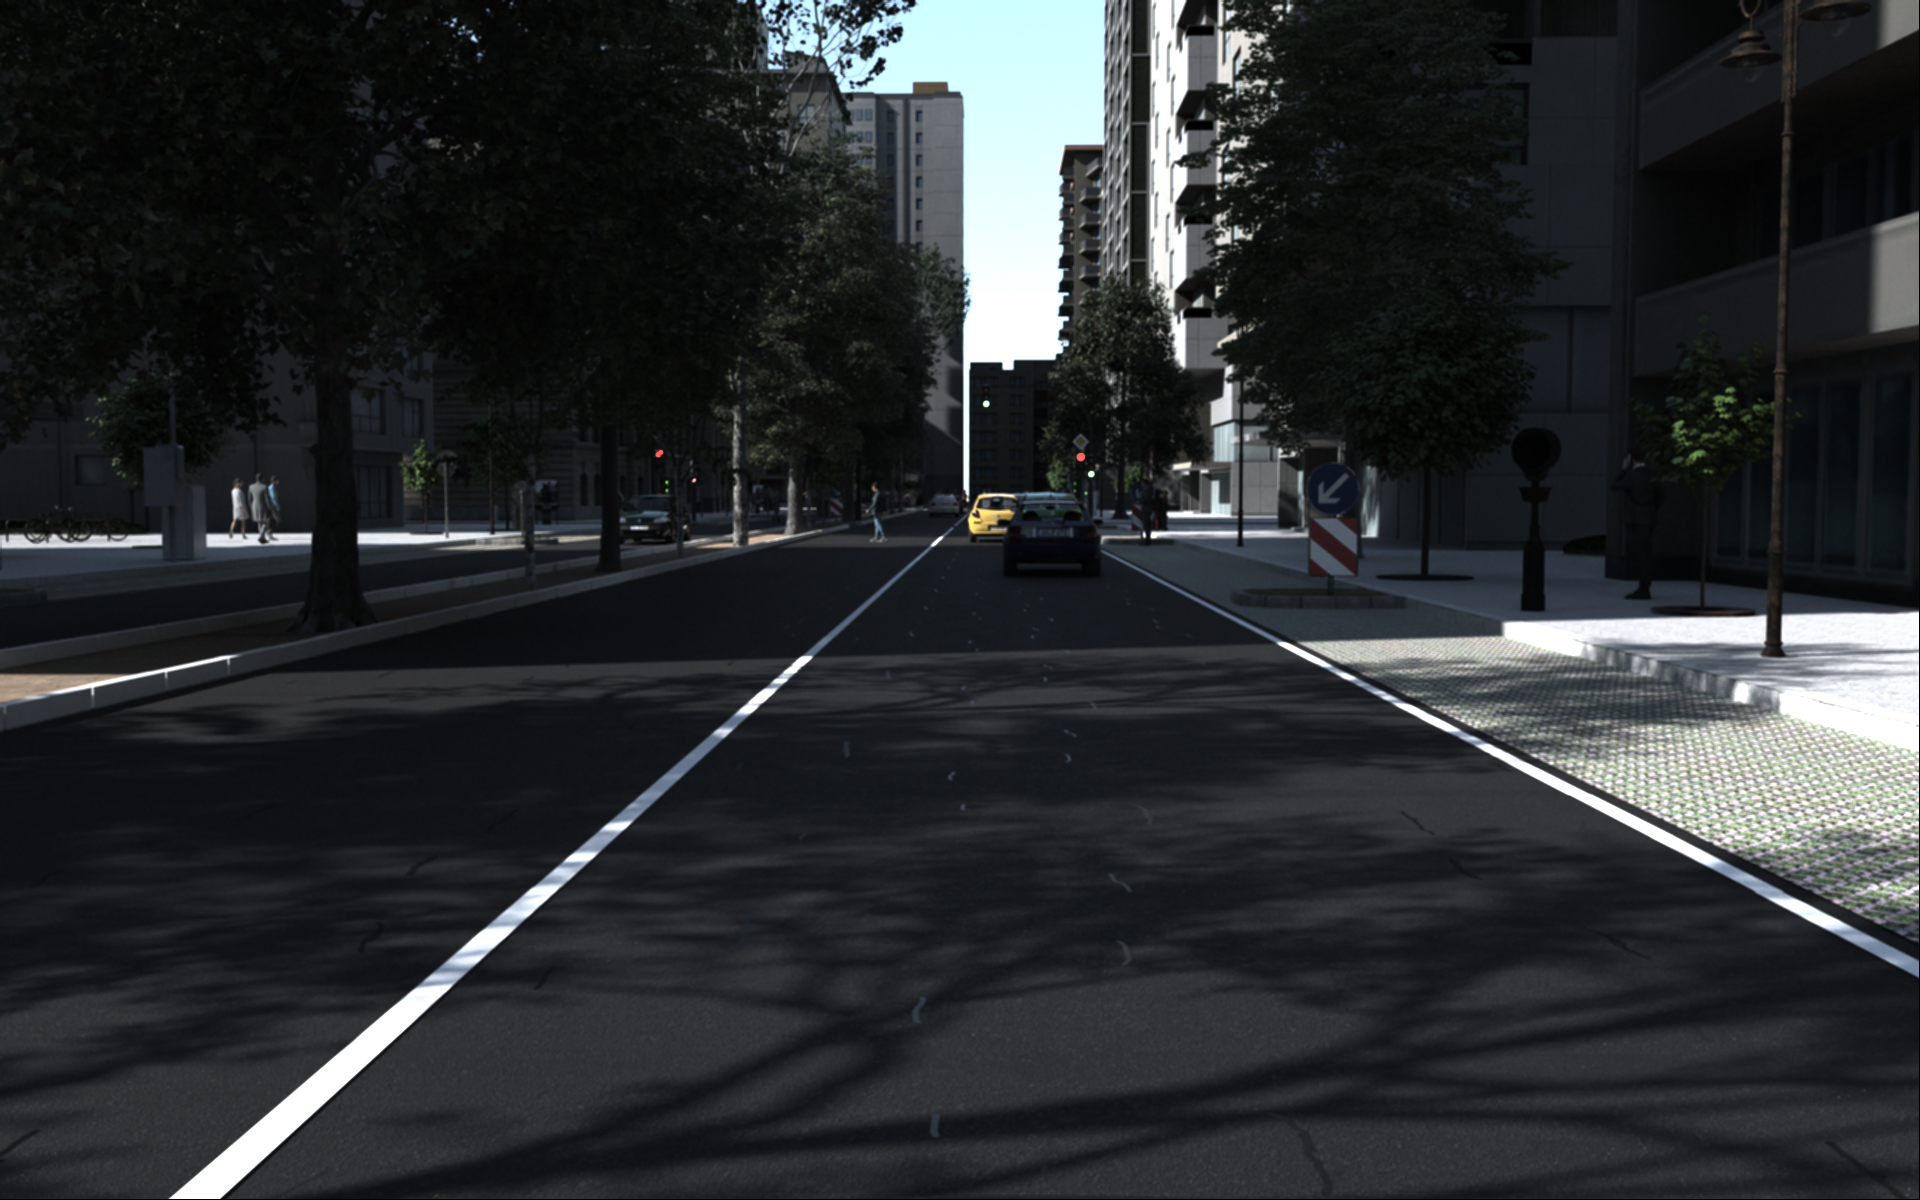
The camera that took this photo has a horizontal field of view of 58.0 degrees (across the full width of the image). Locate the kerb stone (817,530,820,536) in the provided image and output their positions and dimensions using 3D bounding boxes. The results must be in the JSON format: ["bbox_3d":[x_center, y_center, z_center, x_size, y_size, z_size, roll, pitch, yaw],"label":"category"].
[{"bbox_3d":[-4.971,-2.260,59.144,0.120,0.150,1.000,0,4,1],"label":"kerb stone"}]

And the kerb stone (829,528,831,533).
[{"bbox_3d":[-4.902,-2.511,63.245,0.120,0.150,1.000,0,4,1],"label":"kerb stone"}]

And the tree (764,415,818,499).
[{"bbox_3d":[-13.470,-13.143,149.306,7.601,10.594,8.767,1,4,14],"label":"tree"}]

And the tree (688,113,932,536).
[{"bbox_3d":[-5.695,-9.173,59.090,9.857,13.997,8.962,0,3,0],"label":"tree"}]

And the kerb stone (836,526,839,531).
[{"bbox_3d":[-4.844,-2.698,66.313,0.120,0.150,1.000,0,4,1],"label":"kerb stone"}]

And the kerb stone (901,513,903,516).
[{"bbox_3d":[-4.005,-5.617,114.040,0.120,0.150,1.000,0,4,1],"label":"kerb stone"}]

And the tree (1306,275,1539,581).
[{"bbox_3d":[6.972,-2.596,26.166,4.285,4.588,4.351,0,3,0],"label":"tree"}]

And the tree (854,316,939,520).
[{"bbox_3d":[-5.053,-10.718,103.450,9.928,11.665,9.643,0,3,0],"label":"tree"}]

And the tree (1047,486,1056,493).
[{"bbox_3d":[10.378,-11.828,187.989,1.663,3.219,1.824,0,3,0],"label":"tree"}]

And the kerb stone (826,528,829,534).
[{"bbox_3d":[-4.919,-2.441,62.217,0.120,0.150,1.000,0,4,1],"label":"kerb stone"}]

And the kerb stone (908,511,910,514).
[{"bbox_3d":[-3.839,-6.182,123.270,0.120,0.150,1.000,0,4,1],"label":"kerb stone"}]

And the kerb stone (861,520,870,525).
[{"bbox_3d":[-4.550,-3.736,83.282,0.120,0.150,1.000,0,4,1],"label":"kerb stone"}]

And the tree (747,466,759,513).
[{"bbox_3d":[-14.750,-7.654,119.738,1.663,3.219,1.824,0,3,0],"label":"tree"}]

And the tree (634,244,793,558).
[{"bbox_3d":[-6.230,-5.229,38.311,4.737,8.622,4.395,0,3,0],"label":"tree"}]

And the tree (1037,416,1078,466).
[{"bbox_3d":[9.434,-13.064,163.956,4.737,8.622,4.395,0,3,0],"label":"tree"}]

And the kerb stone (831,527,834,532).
[{"bbox_3d":[-4.878,-2.573,64.267,0.120,0.150,1.000,0,4,1],"label":"kerb stone"}]

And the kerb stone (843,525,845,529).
[{"bbox_3d":[-4.796,-2.886,69.382,0.120,0.150,1.000,0,4,1],"label":"kerb stone"}]

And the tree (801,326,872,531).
[{"bbox_3d":[-5.817,-6.961,66.639,4.737,8.622,4.395,0,3,0],"label":"tree"}]

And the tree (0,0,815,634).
[{"bbox_3d":[-6.532,-6.020,17.900,9.611,12.733,9.660,0,3,0],"label":"tree"}]

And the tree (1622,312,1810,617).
[{"bbox_3d":[7.885,-1.467,18.593,1.663,3.219,1.824,0,3,0],"label":"tree"}]

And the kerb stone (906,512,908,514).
[{"bbox_3d":[-3.893,-5.993,120.184,0.120,0.150,1.000,0,4,1],"label":"kerb stone"}]

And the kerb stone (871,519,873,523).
[{"bbox_3d":[-4.508,-3.858,85.334,0.120,0.150,1.000,0,4,1],"label":"kerb stone"}]

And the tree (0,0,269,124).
[{"bbox_3d":[-6.736,-4.407,8.931,8.767,10.594,7.601,0,4,1],"label":"tree"}]

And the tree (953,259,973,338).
[{"bbox_3d":[-5.902,-16.019,120.255,12.611,20.169,13.585,0,3,0],"label":"tree"}]

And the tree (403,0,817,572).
[{"bbox_3d":[-6.557,-6.814,31.996,7.486,12.596,7.792,0,3,0],"label":"tree"}]

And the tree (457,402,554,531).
[{"bbox_3d":[-15.948,-4.719,60.868,4.285,4.588,4.351,0,3,0],"label":"tree"}]

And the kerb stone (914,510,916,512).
[{"bbox_3d":[-3.673,-6.748,132.518,0.120,0.150,1.000,0,4,1],"label":"kerb stone"}]

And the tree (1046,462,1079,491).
[{"bbox_3d":[9.572,-10.766,159.745,4.285,4.588,4.351,0,3,0],"label":"tree"}]

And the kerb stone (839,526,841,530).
[{"bbox_3d":[-4.824,-2.761,67.338,0.120,0.150,1.000,0,4,1],"label":"kerb stone"}]

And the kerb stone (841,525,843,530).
[{"bbox_3d":[-4.811,-2.824,68.360,0.120,0.150,1.000,0,4,1],"label":"kerb stone"}]

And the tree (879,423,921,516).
[{"bbox_3d":[-4.978,-9.726,111.831,4.737,8.622,4.395,0,3,0],"label":"tree"}]

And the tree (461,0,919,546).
[{"bbox_3d":[-7.191,-11.576,47.613,12.611,20.169,13.585,0,3,0],"label":"tree"}]

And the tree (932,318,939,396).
[{"bbox_3d":[-5.430,-10.660,83.400,9.857,13.997,8.962,0,3,0],"label":"tree"}]

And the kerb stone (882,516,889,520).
[{"bbox_3d":[-4.270,-4.677,98.668,0.120,0.150,1.000,0,4,1],"label":"kerb stone"}]

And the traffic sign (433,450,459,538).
[{"bbox_3d":[-14.934,-3.073,50.356,0.768,2.556,0.104,0,4,4],"label":"traffic sign"}]

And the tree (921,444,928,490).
[{"bbox_3d":[-4.685,-11.573,142.033,4.737,8.622,4.395,0,3,0],"label":"tree"}]

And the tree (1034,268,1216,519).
[{"bbox_3d":[8.318,-10.463,88.075,9.611,12.733,9.660,0,3,0],"label":"tree"}]

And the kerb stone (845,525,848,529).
[{"bbox_3d":[-4.770,-2.941,70.409,0.120,0.150,1.000,0,4,1],"label":"kerb stone"}]

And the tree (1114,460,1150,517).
[{"bbox_3d":[10.146,-6.377,98.860,1.663,3.219,1.824,0,3,0],"label":"tree"}]

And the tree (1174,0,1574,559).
[{"bbox_3d":[7.922,-7.066,33.663,7.486,12.596,7.792,0,3,0],"label":"tree"}]

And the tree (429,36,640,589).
[{"bbox_3d":[-6.490,-4.482,26.103,4.360,8.622,3.978,0,3,0],"label":"tree"}]

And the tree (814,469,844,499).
[{"bbox_3d":[-13.173,-11.602,173.401,4.285,4.588,4.351,0,3,0],"label":"tree"}]

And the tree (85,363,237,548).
[{"bbox_3d":[-19.243,-3.538,41.560,4.285,4.588,4.351,0,3,0],"label":"tree"}]

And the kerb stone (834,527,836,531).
[{"bbox_3d":[-4.864,-2.635,65.289,0.120,0.150,1.000,0,4,1],"label":"kerb stone"}]

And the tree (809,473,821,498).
[{"bbox_3d":[-13.717,-10.252,162.215,1.663,3.219,1.824,0,3,0],"label":"tree"}]

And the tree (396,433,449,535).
[{"bbox_3d":[-17.175,-3.708,55.234,1.663,3.219,1.824,0,3,0],"label":"tree"}]

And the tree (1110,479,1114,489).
[{"bbox_3d":[11.370,-7.662,119.867,1.663,3.219,1.824,0,3,0],"label":"tree"}]

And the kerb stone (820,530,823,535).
[{"bbox_3d":[-4.955,-2.322,60.166,0.120,0.150,1.000,0,4,1],"label":"kerb stone"}]

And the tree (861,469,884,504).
[{"bbox_3d":[-11.756,-15.028,229.422,4.285,4.588,4.351,0,3,0],"label":"tree"}]

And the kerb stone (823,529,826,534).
[{"bbox_3d":[-4.927,-2.384,61.188,0.120,0.150,1.000,0,4,1],"label":"kerb stone"}]
